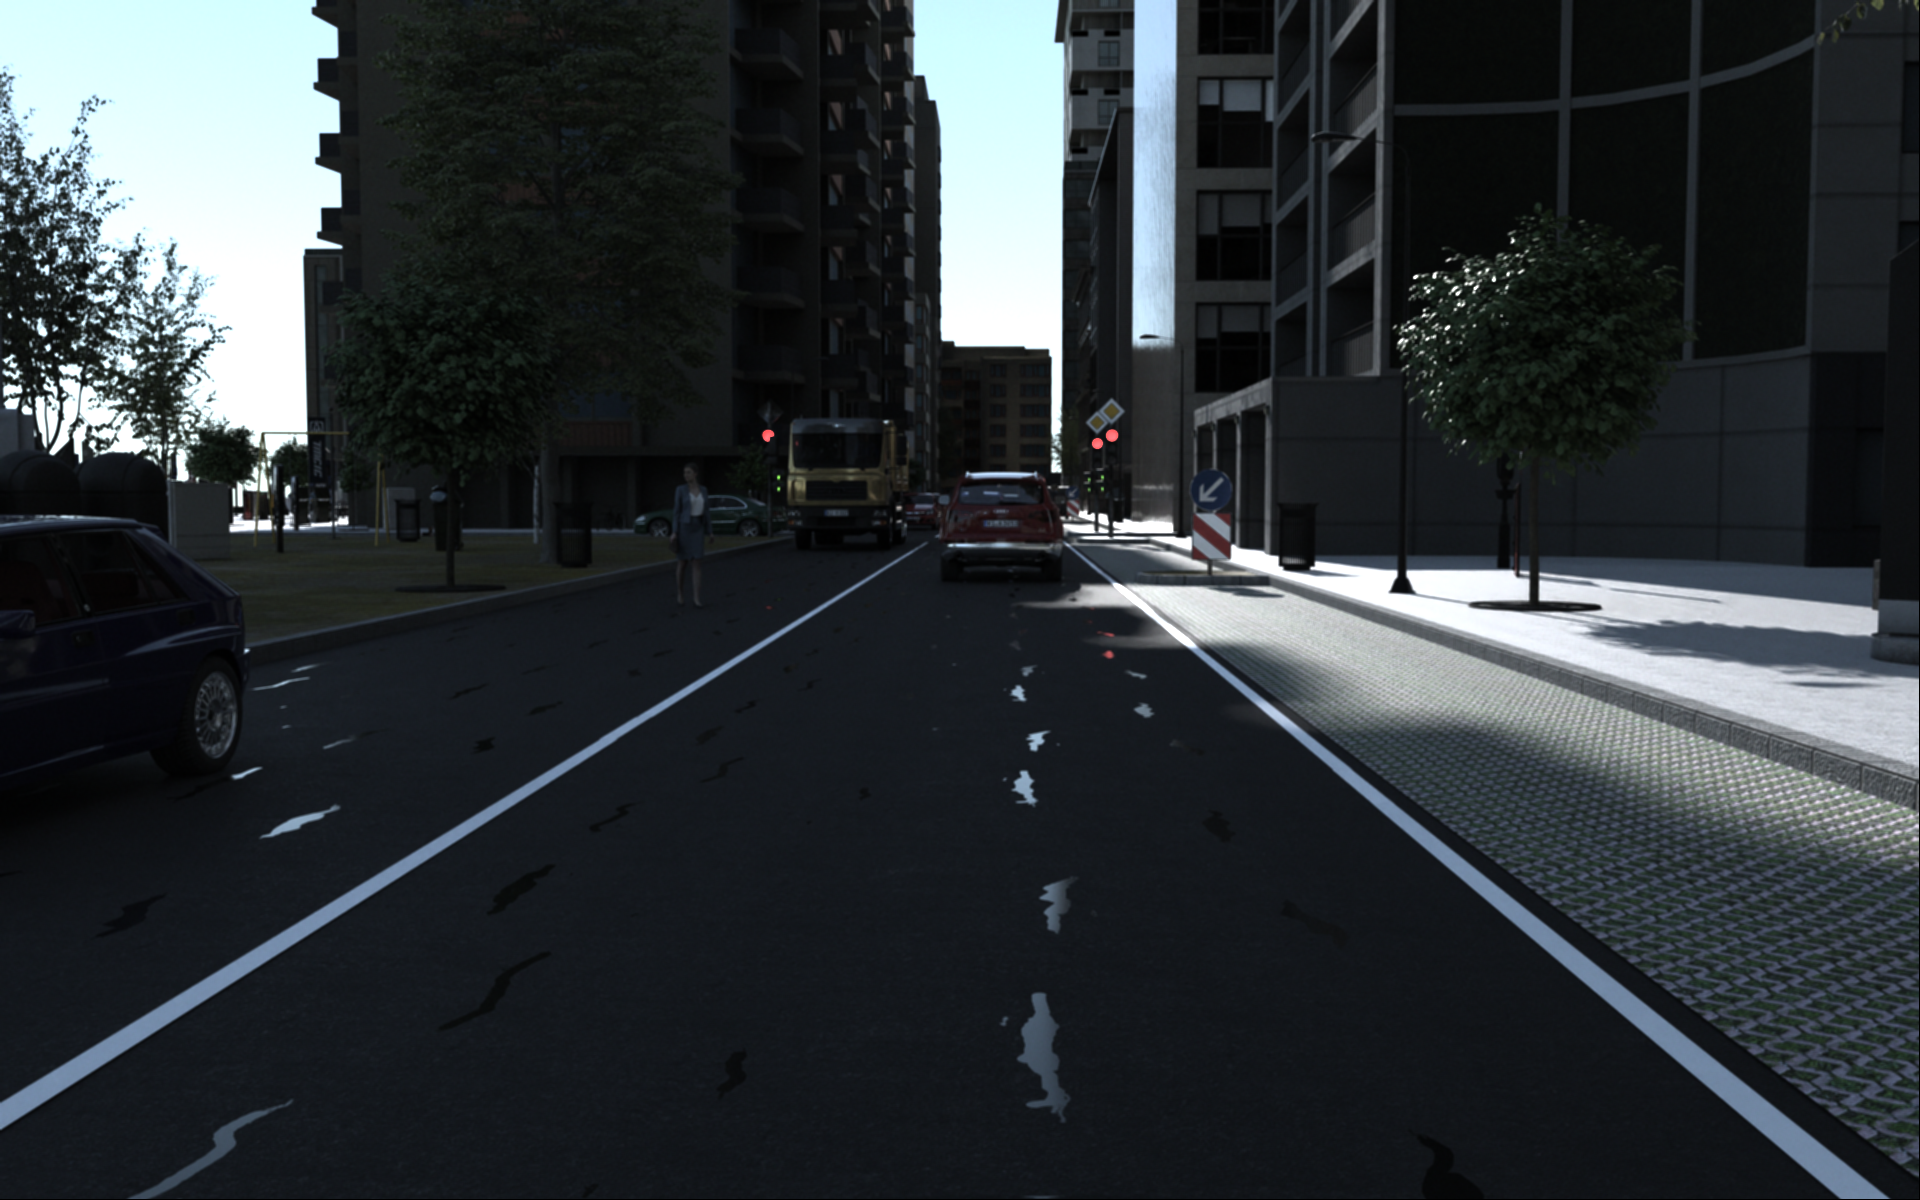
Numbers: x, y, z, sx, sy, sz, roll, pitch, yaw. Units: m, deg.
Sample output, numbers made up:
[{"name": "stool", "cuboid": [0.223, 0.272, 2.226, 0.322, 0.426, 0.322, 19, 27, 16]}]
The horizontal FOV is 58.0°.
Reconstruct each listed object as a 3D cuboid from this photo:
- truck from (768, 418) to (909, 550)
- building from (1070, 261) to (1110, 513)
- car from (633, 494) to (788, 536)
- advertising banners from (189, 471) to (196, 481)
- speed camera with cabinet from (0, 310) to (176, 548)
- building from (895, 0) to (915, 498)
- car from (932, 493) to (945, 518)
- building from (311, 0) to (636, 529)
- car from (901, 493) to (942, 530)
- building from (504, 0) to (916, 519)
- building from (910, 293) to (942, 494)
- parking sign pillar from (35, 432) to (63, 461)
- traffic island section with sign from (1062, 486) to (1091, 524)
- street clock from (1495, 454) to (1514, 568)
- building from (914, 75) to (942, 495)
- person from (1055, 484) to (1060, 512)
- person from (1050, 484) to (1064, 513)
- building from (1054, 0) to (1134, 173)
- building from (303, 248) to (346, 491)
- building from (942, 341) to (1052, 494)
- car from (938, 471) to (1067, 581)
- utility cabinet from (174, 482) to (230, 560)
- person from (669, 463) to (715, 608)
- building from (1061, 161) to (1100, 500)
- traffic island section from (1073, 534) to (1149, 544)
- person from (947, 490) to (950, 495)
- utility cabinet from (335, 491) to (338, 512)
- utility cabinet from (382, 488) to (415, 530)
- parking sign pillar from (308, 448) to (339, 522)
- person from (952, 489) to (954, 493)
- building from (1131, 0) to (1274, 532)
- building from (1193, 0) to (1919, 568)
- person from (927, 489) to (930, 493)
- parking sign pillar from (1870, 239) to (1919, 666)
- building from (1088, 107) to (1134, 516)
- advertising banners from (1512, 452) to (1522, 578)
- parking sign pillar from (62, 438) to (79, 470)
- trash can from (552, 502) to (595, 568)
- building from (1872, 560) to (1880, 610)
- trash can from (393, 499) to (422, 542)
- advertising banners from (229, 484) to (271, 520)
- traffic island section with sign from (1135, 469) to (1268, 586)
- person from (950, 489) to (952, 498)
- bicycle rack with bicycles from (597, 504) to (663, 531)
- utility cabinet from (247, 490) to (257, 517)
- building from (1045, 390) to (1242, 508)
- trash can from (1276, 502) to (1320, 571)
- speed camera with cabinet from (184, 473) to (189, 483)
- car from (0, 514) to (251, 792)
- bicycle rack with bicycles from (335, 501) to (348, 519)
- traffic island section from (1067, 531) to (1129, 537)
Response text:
[{"name": "truck", "cuboid": [-2.943, -3.119, 46.913, 3.469, 3.379, 9.791, 0, 4, 2]}, {"name": "building", "cuboid": [13.503, -15.861, 123.951, 10.561, 19.102, 19.286, 0, 4, 1]}, {"name": "car", "cuboid": [-7.822, -2.608, 54.434, 4.920, 1.459, 2.131, 0, 4, 3]}, {"name": "advertising banners", "cuboid": [-47.846, -6.947, 109.778, 2.074, 3.025, 0.090, -1, 4, -10]}, {"name": "speed camera with cabinet", "cuboid": [-9.849, -1.520, 19.193, 2.038, 3.252, 0.660, -2, 4, -30]}, {"name": "building", "cuboid": [-11.002, -30.037, 141.222, 14.600, 45.320, 14.200, 0, 4, 1]}, {"name": "car", "cuboid": [-1.815, -5.806, 103.965, 2.155, 1.783, 4.494, 0, 4, 1]}, {"name": "building", "cuboid": [-15.074, -25.738, 75.437, 22.147, 44.769, 28.867, 0, 4, 1]}, {"name": "car", "cuboid": [-1.713, -3.754, 70.423, 2.155, 1.783, 4.494, 0, 4, 3]}, {"name": "building", "cuboid": [-14.334, -28.032, 112.943, 22.147, 44.769, 28.867, 0, 4, 1]}, {"name": "building", "cuboid": [-16.348, -19.497, 163.808, 27.650, 21.520, 28.899, 0, 4, 1]}, {"name": "parking sign pillar", "cuboid": [-40.695, -5.356, 76.040, 1.447, 3.967, 1.447, 1, 4, 16]}, {"name": "traffic island section with sign", "cuboid": [5.310, -4.584, 83.574, 1.989, 1.847, 2.006, 0, 4, 1]}, {"name": "street clock", "cuboid": [9.400, -1.549, 29.896, 0.358, 2.002, 0.471, 1, 4, 10]}, {"name": "building", "cuboid": [-13.083, -35.148, 198.371, 21.600, 48.544, 21.300, 0, 4, 1]}, {"name": "person", "cuboid": [3.985, -3.976, 73.371, 0.748, 1.841, 0.638, 1, 4, 11]}, {"name": "person", "cuboid": [3.288, -3.134, 60.156, 0.576, 1.772, 0.534, -2, 4, -31]}, {"name": "building", "cuboid": [24.126, -35.726, 173.363, 28.713, 52.752, 27.495, 0, 4, 1]}, {"name": "building", "cuboid": [-67.740, -26.471, 204.507, 14.107, 30.474, 14.160, 0, 4, 1]}, {"name": "building", "cuboid": [-2.558, -23.633, 231.430, 28.899, 21.520, 27.650, 0, 4, 1]}, {"name": "car", "cuboid": [0.726, -1.308, 30.062, 2.281, 1.827, 5.304, 0, 4, 2]}, {"name": "utility cabinet", "cuboid": [-14.788, -1.523, 33.587, 0.318, 1.500, 1.173, 2, 4, 32]}, {"name": "person", "cuboid": [-3.403, -0.820, 21.928, 0.581, 1.822, 0.654, -1, 4, -17]}, {"name": "building", "cuboid": [15.930, -23.307, 152.778, 14.160, 30.474, 14.107, 0, 4, 1]}, {"name": "traffic island section", "cuboid": [4.441, -1.739, 50.717, 2.009, 0.180, 2.903, 0, 4, 1]}, {"name": "person", "cuboid": [-1.124, -9.230, 159.414, 0.705, 1.824, 1.348, 1, 4, 14]}, {"name": "utility cabinet", "cuboid": [-39.768, -6.297, 111.627, 1.173, 1.500, 0.318, 1, 4, 8]}, {"name": "utility cabinet", "cuboid": [-19.640, -3.180, 60.674, 0.318, 1.500, 1.173, 2, 4, 32]}, {"name": "parking sign pillar", "cuboid": [-30.028, -5.688, 81.467, 1.447, 3.967, 1.447, 2, 4, 30]}, {"name": "person", "cuboid": [-0.242, -5.866, 105.086, 0.598, 1.740, 0.731, 0, 4, -1]}, {"name": "building", "cuboid": [24.391, -16.023, 66.495, 34.151, 26.468, 19.350, 0, 4, 1]}, {"name": "building", "cuboid": [16.786, -36.696, 38.230, 20.563, 71.187, 20.611, 0, 4, 1]}, {"name": "person", "cuboid": [-2.248, -6.976, 122.746, 0.721, 1.800, 0.419, -1, 4, -13]}, {"name": "parking sign pillar", "cuboid": [7.800, -1.511, 13.171, 1.447, 3.967, 1.447, -3, 5, -42]}, {"name": "building", "cuboid": [15.151, -17.128, 99.104, 14.314, 24.678, 30.058, 0, 4, 1]}, {"name": "advertising banners", "cuboid": [8.678, -1.877, 26.880, 0.090, 3.025, 2.074, 1, 4, 16]}, {"name": "parking sign pillar", "cuboid": [-42.843, -5.785, 83.053, 1.447, 3.967, 1.447, 1, 4, 22]}, {"name": "trash can", "cuboid": [-6.751, -1.140, 30.287, 0.748, 1.137, 0.748, 0, 3, 0]}, {"name": "building", "cuboid": [19.454, -28.391, 6.186, 21.231, 58.520, 28.212, 0, 4, 1]}, {"name": "trash can", "cuboid": [-14.825, -2.133, 46.525, 0.748, 1.137, 0.748, 0, 3, 0]}, {"name": "advertising banners", "cuboid": [-35.146, -5.462, 85.499, 2.074, 3.025, 0.090, 0, 4, -3]}, {"name": "traffic island section with sign", "cuboid": [3.847, -1.179, 27.911, 1.989, 1.847, 2.006, 0, 4, 1]}, {"name": "person", "cuboid": [-0.566, -7.307, 128.305, 0.444, 1.785, 0.601, -3, 5, -43]}, {"name": "bicycle rack with bicycles", "cuboid": [-11.427, -2.899, 60.776, 2.852, 0.926, 2.925, 0, 4, 5]}, {"name": "utility cabinet", "cuboid": [-39.498, -5.373, 96.524, 0.318, 1.500, 1.173, 0, 4, 0]}, {"name": "building", "cuboid": [20.335, -46.461, 197.894, 20.563, 71.187, 20.611, 0, 4, 1]}, {"name": "trash can", "cuboid": [5.688, -1.074, 29.220, 0.748, 1.137, 0.748, 0, 3, 0]}, {"name": "speed camera with cabinet", "cuboid": [-50.264, -7.154, 111.308, 2.038, 3.252, 0.660, -2, 4, -26]}, {"name": "car", "cuboid": [-4.729, 0.303, 7.632, 1.945, 1.354, 3.894, 0, 4, 3]}, {"name": "bicycle rack with bicycles", "cuboid": [-31.009, -4.609, 88.734, 2.852, 0.926, 2.925, 1, 4, 16]}, {"name": "traffic island section", "cuboid": [4.650, -2.227, 58.699, 2.009, 0.180, 2.903, 0, 4, 1]}]
